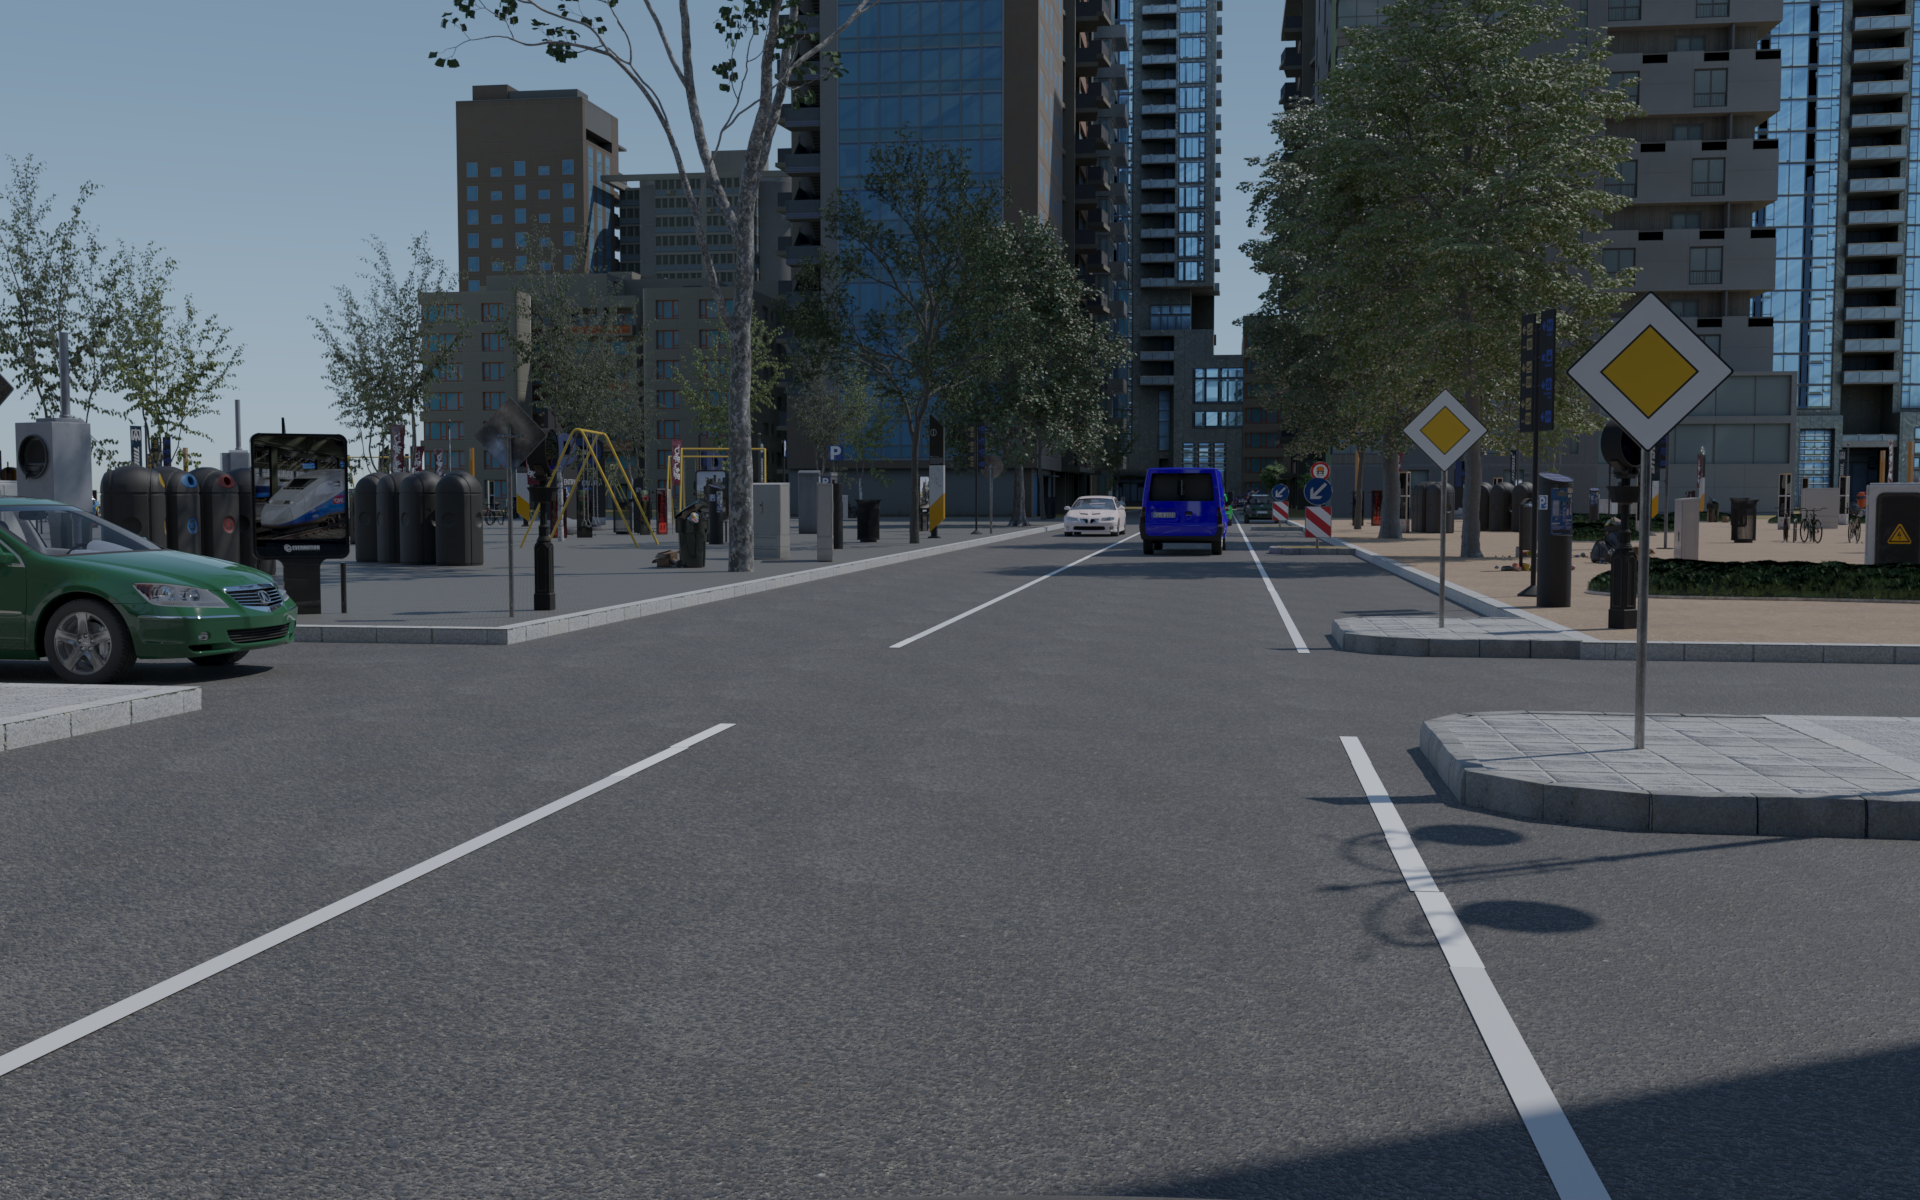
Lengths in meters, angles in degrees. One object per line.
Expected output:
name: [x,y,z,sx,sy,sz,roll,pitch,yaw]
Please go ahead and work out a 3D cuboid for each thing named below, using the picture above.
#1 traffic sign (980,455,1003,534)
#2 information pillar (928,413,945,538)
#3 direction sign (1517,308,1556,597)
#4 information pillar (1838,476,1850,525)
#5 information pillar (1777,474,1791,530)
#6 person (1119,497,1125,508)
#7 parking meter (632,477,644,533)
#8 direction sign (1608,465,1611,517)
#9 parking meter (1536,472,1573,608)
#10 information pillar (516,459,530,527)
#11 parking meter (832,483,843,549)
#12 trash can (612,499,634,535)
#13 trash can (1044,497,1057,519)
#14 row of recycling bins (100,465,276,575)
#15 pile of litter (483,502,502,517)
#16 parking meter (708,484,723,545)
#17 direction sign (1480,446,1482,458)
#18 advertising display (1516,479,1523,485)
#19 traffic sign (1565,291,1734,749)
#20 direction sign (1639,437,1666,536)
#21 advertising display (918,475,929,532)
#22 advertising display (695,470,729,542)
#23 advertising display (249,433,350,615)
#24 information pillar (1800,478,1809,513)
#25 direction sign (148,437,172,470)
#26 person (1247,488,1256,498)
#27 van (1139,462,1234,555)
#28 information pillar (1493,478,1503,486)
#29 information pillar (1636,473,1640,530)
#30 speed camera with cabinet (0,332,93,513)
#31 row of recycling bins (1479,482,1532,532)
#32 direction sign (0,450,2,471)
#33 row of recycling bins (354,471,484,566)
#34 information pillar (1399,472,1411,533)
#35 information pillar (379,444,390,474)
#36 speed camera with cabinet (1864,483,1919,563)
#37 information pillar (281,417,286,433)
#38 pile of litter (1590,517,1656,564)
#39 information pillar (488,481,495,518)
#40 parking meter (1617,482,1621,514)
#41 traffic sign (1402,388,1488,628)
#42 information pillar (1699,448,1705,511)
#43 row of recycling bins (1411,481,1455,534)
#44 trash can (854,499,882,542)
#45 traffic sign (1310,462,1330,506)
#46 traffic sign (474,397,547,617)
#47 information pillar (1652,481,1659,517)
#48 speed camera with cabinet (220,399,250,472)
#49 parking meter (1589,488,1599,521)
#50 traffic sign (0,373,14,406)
traffic sign: [1.006,-3.423,56.074,0.768,2.556,0.104,1,4,11]
information pillar: [-0.675,-3.595,50.126,0.504,3.616,0.183,2,4,28]
direction sign: [7.193,-1.813,21.637,0.379,3.537,0.876,0,4,-7]
information pillar: [36.533,-4.103,71.584,0.304,2.012,0.304,-3,5,-43]
information pillar: [29.629,-3.532,62.240,0.304,2.012,0.304,-2,4,-32]
person: [7.901,-4.425,85.135,0.425,1.301,0.394,-3,4,-36]
parking meter: [-10.652,-3.156,57.318,0.399,1.863,0.255,-1,4,-11]
direction sign: [25.783,-4.693,68.731,0.379,3.537,0.876,1,4,16]
parking meter: [6.762,-0.690,19.686,0.372,1.533,0.369,0,3,0]
information pillar: [-17.177,-4.693,68.083,0.504,3.616,0.183,-2,4,-24]
parking meter: [-2.923,-1.963,40.500,0.372,1.533,0.369,0,3,0]
trash can: [-10.731,-2.658,55.114,0.748,1.137,0.748,0,3,0]
trash can: [4.617,-4.731,89.003,0.748,1.137,0.748,0,3,0]
row of recycling bins: [-11.561,-1.154,25.989,1.069,1.692,3.534,1,4,11]
pile of litter: [-26.004,-5.048,96.500,1.719,0.858,1.176,2,4,26]
parking meter: [-6.221,-2.185,44.137,0.372,1.533,0.369,0,3,0]
direction sign: [24.250,-5.497,81.877,0.379,3.537,0.876,-3,4,-38]
advertising display: [24.590,-4.355,76.426,0.123,1.923,0.974,3,4,36]
traffic sign: [3.420,-0.307,8.665,0.795,2.450,0.064,1,4,9]
direction sign: [21.271,-3.748,53.279,0.876,3.537,0.379,1,4,11]
advertising display: [-1.261,-3.323,59.543,0.123,1.923,0.974,1,4,19]
advertising display: [-6.645,-2.521,46.426,0.974,1.923,0.123,2,4,23]
advertising display: [-7.015,-0.808,18.427,0.974,1.923,0.123,-2,4,-28]
information pillar: [37.853,-4.475,77.663,0.304,2.012,0.304,1,4,16]
direction sign: [-31.597,-4.683,68.565,0.876,3.537,0.379,1,4,11]
person: [16.137,-5.322,96.049,0.750,1.759,0.617,2,4,30]
van: [5.557,-2.332,42.507,2.240,2.365,5.245,1,4,10]
information pillar: [24.201,-4.493,77.957,0.304,2.012,0.304,-1,4,-16]
information pillar: [21.278,-3.025,53.959,0.304,2.012,0.304,3,5,44]
speed camera with cabinet: [-11.652,-1.654,21.383,2.038,3.252,0.660,2,4,26]
row of recycling bins: [18.943,-3.175,59.028,1.069,1.692,3.534,-3,4,-37]
direction sign: [-49.947,-5.960,89.445,0.876,3.537,0.379,-1,4,-20]
row of recycling bins: [-10.029,-1.519,31.946,3.534,1.692,1.069,3,5,41]
information pillar: [14.646,-3.218,57.114,0.304,2.012,0.304,2,4,35]
information pillar: [-27.100,-5.521,81.617,0.504,3.616,0.183,0,4,3]
speed camera with cabinet: [14.658,-1.924,25.787,2.038,3.252,0.660,2,4,28]
information pillar: [-20.691,-3.775,53.074,0.183,3.616,0.504,-1,4,-16]
pile of litter: [12.456,-1.117,32.224,1.719,0.858,1.176,-2,4,-25]
information pillar: [-25.645,-5.522,94.774,0.304,2.012,0.304,-2,4,-26]
parking meter: [31.765,-4.744,83.276,0.255,1.863,0.399,1,4,19]
traffic sign: [4.618,-0.790,16.560,0.795,2.450,0.064,1,4,9]
information pillar: [37.473,-5.879,87.477,0.183,3.616,0.504,0,4,2]
row of recycling bins: [15.757,-3.108,57.923,1.069,1.692,3.534,0,4,5]
trash can: [-2.447,-2.115,46.228,0.748,1.137,0.748,0,3,0]
traffic sign: [14.131,-4.149,67.947,0.768,2.556,0.104,1,4,18]
traffic sign: [-4.667,-0.877,17.984,0.795,2.450,0.064,1,4,9]
information pillar: [25.894,-4.492,64.805,0.504,3.616,0.183,-1,4,-9]
speed camera with cabinet: [-14.584,-2.596,36.787,2.038,3.252,0.660,-2,4,-28]
parking meter: [25.710,-3.780,70.209,0.372,1.533,0.369,0,3,0]
traffic sign: [-5.865,-0.394,10.089,0.795,2.450,0.064,1,4,9]
